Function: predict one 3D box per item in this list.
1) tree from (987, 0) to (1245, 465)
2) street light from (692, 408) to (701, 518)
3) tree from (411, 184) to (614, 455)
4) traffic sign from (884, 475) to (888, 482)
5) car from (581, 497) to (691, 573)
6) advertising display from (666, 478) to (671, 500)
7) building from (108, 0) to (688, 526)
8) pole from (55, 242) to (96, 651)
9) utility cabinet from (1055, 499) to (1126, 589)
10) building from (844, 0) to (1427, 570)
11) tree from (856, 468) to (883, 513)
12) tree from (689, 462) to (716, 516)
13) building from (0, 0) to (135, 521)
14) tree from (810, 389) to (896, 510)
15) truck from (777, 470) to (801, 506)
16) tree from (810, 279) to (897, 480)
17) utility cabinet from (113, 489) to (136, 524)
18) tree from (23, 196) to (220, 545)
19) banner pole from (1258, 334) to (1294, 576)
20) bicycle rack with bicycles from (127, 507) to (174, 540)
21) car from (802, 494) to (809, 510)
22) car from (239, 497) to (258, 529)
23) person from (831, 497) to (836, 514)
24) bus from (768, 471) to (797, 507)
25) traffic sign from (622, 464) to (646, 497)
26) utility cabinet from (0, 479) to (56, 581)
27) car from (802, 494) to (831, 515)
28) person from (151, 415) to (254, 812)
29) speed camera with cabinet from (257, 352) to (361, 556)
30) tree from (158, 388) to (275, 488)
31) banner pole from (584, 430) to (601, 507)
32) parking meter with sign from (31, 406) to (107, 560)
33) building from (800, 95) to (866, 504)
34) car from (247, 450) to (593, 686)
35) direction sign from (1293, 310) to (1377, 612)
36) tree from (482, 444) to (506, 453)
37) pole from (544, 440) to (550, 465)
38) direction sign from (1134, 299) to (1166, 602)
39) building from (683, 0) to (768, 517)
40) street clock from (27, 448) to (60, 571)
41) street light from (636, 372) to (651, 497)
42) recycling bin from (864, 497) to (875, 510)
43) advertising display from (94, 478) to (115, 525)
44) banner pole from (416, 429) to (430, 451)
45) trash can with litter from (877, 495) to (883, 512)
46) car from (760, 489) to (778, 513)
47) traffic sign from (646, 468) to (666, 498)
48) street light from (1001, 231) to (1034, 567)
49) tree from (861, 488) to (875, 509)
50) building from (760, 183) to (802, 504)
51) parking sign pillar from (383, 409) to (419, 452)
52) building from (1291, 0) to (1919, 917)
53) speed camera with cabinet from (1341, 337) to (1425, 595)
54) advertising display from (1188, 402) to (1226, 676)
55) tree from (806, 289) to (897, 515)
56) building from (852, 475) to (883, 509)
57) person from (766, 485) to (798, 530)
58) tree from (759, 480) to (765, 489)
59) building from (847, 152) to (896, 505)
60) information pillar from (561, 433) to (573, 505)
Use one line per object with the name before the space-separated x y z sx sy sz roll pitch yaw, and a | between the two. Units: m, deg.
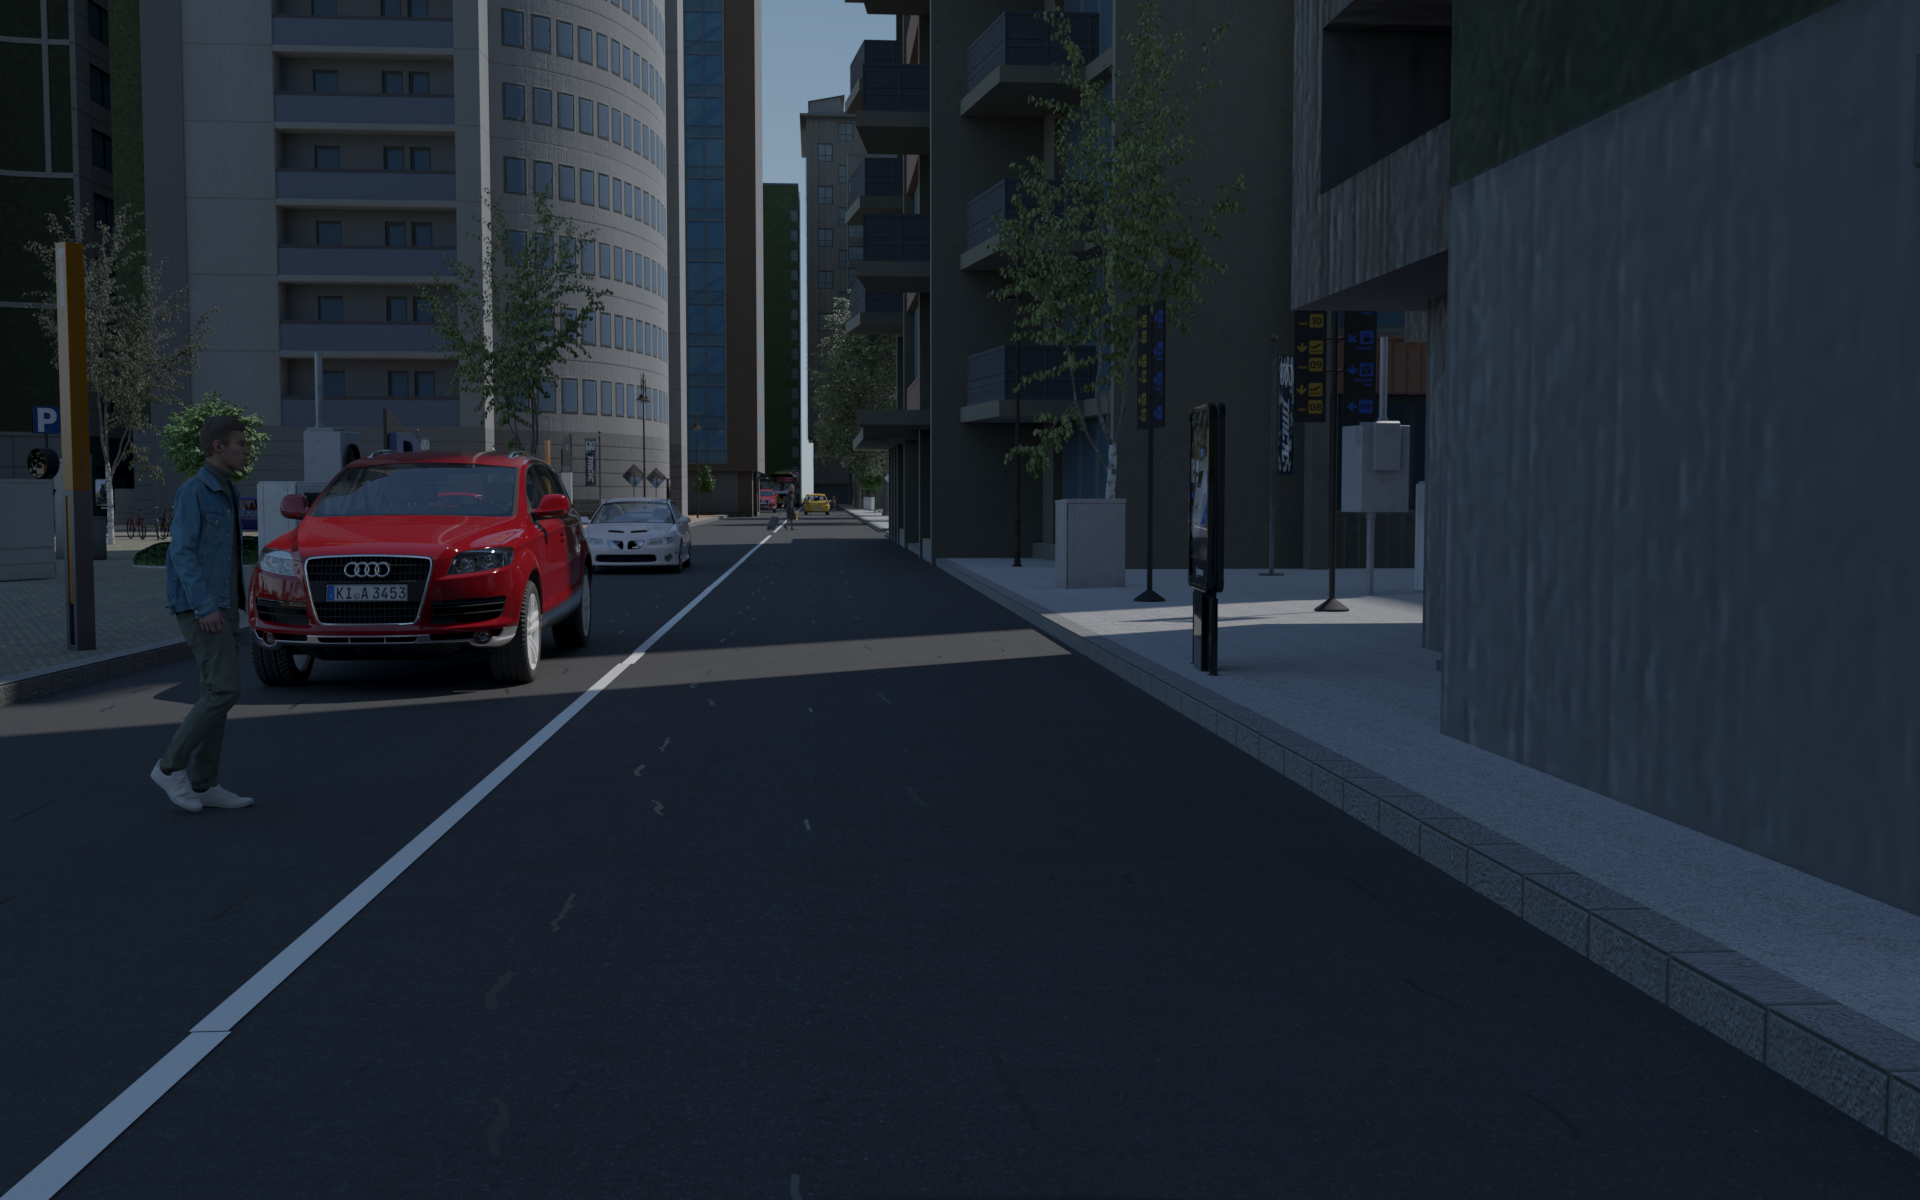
tree | 2.240 -4.612 25.772 4.737 8.622 4.395 0 3 0
street light | -14.181 -7.380 93.458 0.468 5.910 1.993 0 4 -5
tree | -10.301 -5.510 40.455 4.737 8.622 4.395 0 3 0
traffic sign | -2.517 -3.844 66.494 0.795 2.450 0.064 0 4 -5
car | -6.134 -1.259 32.946 2.083 1.381 4.827 0 4 -5
advertising display | -11.918 -4.013 70.825 0.123 1.923 0.974 0 4 -6
building | -24.800 -33.026 81.976 21.231 58.520 28.212 0 4 -5
pole | -7.233 -1.243 14.163 0.158 3.312 0.155 0 3 0
utility cabinet | 1.785 -0.769 23.731 1.020 1.237 0.306 -2 4 -34
building | 8.335 -23.708 42.245 22.147 44.769 28.867 0 4 -5
tree | -6.406 -9.214 134.363 4.285 4.588 4.351 0 3 0
tree | -15.263 -6.703 104.192 1.663 3.219 1.824 0 3 0
building | -47.032 -38.746 71.756 20.611 71.187 20.563 0 4 -5
tree | -8.408 -13.217 141.847 9.928 11.665 9.643 0 3 0
truck | -20.207 -13.154 203.986 2.839 4.237 11.283 0 4 -3
tree | -2.864 -10.246 84.527 9.611 12.733 9.660 0 3 0
utility cabinet | -35.580 -3.976 73.689 0.318 1.500 1.173 2 4 31
tree | -21.295 -5.706 43.657 4.360 8.622 3.978 0 3 0
banner pole | 5.065 -2.285 27.382 0.401 3.779 0.863 3 5 41
bicycle rack with bicycles | -22.094 -2.181 49.037 2.852 0.926 2.925 -3 4 -36
car | -13.690 -9.237 160.810 2.009 1.686 4.222 0 4 -4
car | -24.886 -2.996 61.569 3.894 1.354 1.945 0 4 -3
person | -9.167 -6.845 125.084 0.362 1.253 0.373 0 4 -4
bus | -19.334 -12.119 189.699 2.896 3.916 12.252 0 4 -4
traffic sign | -10.876 -3.313 57.815 0.795 2.450 0.064 0 4 -5
utility cabinet | -13.994 -1.039 25.665 0.318 1.500 1.173 1 4 14
car | -9.876 -6.666 119.207 2.015 1.641 3.980 0 4 -6
person | -3.414 0.063 7.817 0.444 1.785 0.601 0 4 0
speed camera with cabinet | -8.828 -1.789 23.579 0.660 3.252 2.038 0 4 5
tree | -23.122 -4.291 53.869 4.285 4.588 4.351 0 3 0
banner pole | -14.405 -4.786 68.275 0.863 3.779 0.401 1 4 13
parking meter with sign | -17.452 -2.310 34.037 1.738 3.016 0.543 2 4 31
building | -7.965 -39.676 237.934 27.495 52.752 28.713 0 4 -5
car | -4.381 -0.369 14.714 2.281 1.827 5.304 0 4 -5
direction sign | 4.079 -1.645 18.896 0.876 3.537 0.379 1 4 8
tree | -17.936 -4.398 66.507 1.663 3.219 1.824 0 3 0
pole | -15.603 -4.387 65.571 0.158 3.312 0.155 0 3 0
direction sign | 2.270 -1.751 20.633 0.379 3.537 0.876 -1 4 -14
building | -19.928 -28.252 112.030 14.600 45.320 14.200 0 4 -5
street clock | -14.514 -1.401 27.472 0.471 2.002 0.358 2 4 25
street light | -12.024 -5.696 65.923 0.468 5.910 1.993 0 4 -5
recycling bin | -7.264 -7.730 138.932 0.722 1.027 0.722 2 4 24
advertising display | -35.119 -4.032 71.135 0.974 1.923 0.123 1 4 22
banner pole | -20.670 -4.685 66.623 0.863 3.779 0.401 2 4 27
trash can with litter | -5.009 -6.862 123.248 2.233 1.210 1.678 0 4 5
car | -15.087 -7.598 132.902 2.281 1.827 5.304 0 4 -6
traffic sign | -11.533 -3.800 65.773 0.795 2.450 0.064 0 4 -5
street light | 1.012 -3.525 30.428 0.468 5.910 1.993 0 4 -5
tree | -7.914 -9.414 148.512 1.663 3.219 1.824 0 3 0
building | -28.110 -33.396 229.611 14.086 41.232 14.154 0 4 -5
parking sign pillar | -17.742 -4.081 55.188 1.447 3.967 1.447 1 4 23
building | 9.400 -14.638 11.033 14.160 30.474 14.107 0 4 -5
speed camera with cabinet | 5.953 -1.708 22.258 2.038 3.252 0.660 -1 4 -15
advertising display | 1.790 -0.453 12.620 0.123 1.923 0.974 0 4 0
tree | -4.299 -12.061 103.858 9.857 13.997 8.962 0 3 0
building | 3.799 -19.613 165.709 27.650 21.520 28.899 0 4 -5
person | -7.017 -3.667 68.667 1.509 1.804 0.699 -3 5 -40
tree | -23.541 -12.575 200.196 1.663 3.219 1.824 0 3 0
building | -6.650 -32.214 210.292 14.154 41.232 14.086 0 4 -5
information pillar | -15.148 -4.612 66.765 0.504 3.616 0.183 2 4 27
